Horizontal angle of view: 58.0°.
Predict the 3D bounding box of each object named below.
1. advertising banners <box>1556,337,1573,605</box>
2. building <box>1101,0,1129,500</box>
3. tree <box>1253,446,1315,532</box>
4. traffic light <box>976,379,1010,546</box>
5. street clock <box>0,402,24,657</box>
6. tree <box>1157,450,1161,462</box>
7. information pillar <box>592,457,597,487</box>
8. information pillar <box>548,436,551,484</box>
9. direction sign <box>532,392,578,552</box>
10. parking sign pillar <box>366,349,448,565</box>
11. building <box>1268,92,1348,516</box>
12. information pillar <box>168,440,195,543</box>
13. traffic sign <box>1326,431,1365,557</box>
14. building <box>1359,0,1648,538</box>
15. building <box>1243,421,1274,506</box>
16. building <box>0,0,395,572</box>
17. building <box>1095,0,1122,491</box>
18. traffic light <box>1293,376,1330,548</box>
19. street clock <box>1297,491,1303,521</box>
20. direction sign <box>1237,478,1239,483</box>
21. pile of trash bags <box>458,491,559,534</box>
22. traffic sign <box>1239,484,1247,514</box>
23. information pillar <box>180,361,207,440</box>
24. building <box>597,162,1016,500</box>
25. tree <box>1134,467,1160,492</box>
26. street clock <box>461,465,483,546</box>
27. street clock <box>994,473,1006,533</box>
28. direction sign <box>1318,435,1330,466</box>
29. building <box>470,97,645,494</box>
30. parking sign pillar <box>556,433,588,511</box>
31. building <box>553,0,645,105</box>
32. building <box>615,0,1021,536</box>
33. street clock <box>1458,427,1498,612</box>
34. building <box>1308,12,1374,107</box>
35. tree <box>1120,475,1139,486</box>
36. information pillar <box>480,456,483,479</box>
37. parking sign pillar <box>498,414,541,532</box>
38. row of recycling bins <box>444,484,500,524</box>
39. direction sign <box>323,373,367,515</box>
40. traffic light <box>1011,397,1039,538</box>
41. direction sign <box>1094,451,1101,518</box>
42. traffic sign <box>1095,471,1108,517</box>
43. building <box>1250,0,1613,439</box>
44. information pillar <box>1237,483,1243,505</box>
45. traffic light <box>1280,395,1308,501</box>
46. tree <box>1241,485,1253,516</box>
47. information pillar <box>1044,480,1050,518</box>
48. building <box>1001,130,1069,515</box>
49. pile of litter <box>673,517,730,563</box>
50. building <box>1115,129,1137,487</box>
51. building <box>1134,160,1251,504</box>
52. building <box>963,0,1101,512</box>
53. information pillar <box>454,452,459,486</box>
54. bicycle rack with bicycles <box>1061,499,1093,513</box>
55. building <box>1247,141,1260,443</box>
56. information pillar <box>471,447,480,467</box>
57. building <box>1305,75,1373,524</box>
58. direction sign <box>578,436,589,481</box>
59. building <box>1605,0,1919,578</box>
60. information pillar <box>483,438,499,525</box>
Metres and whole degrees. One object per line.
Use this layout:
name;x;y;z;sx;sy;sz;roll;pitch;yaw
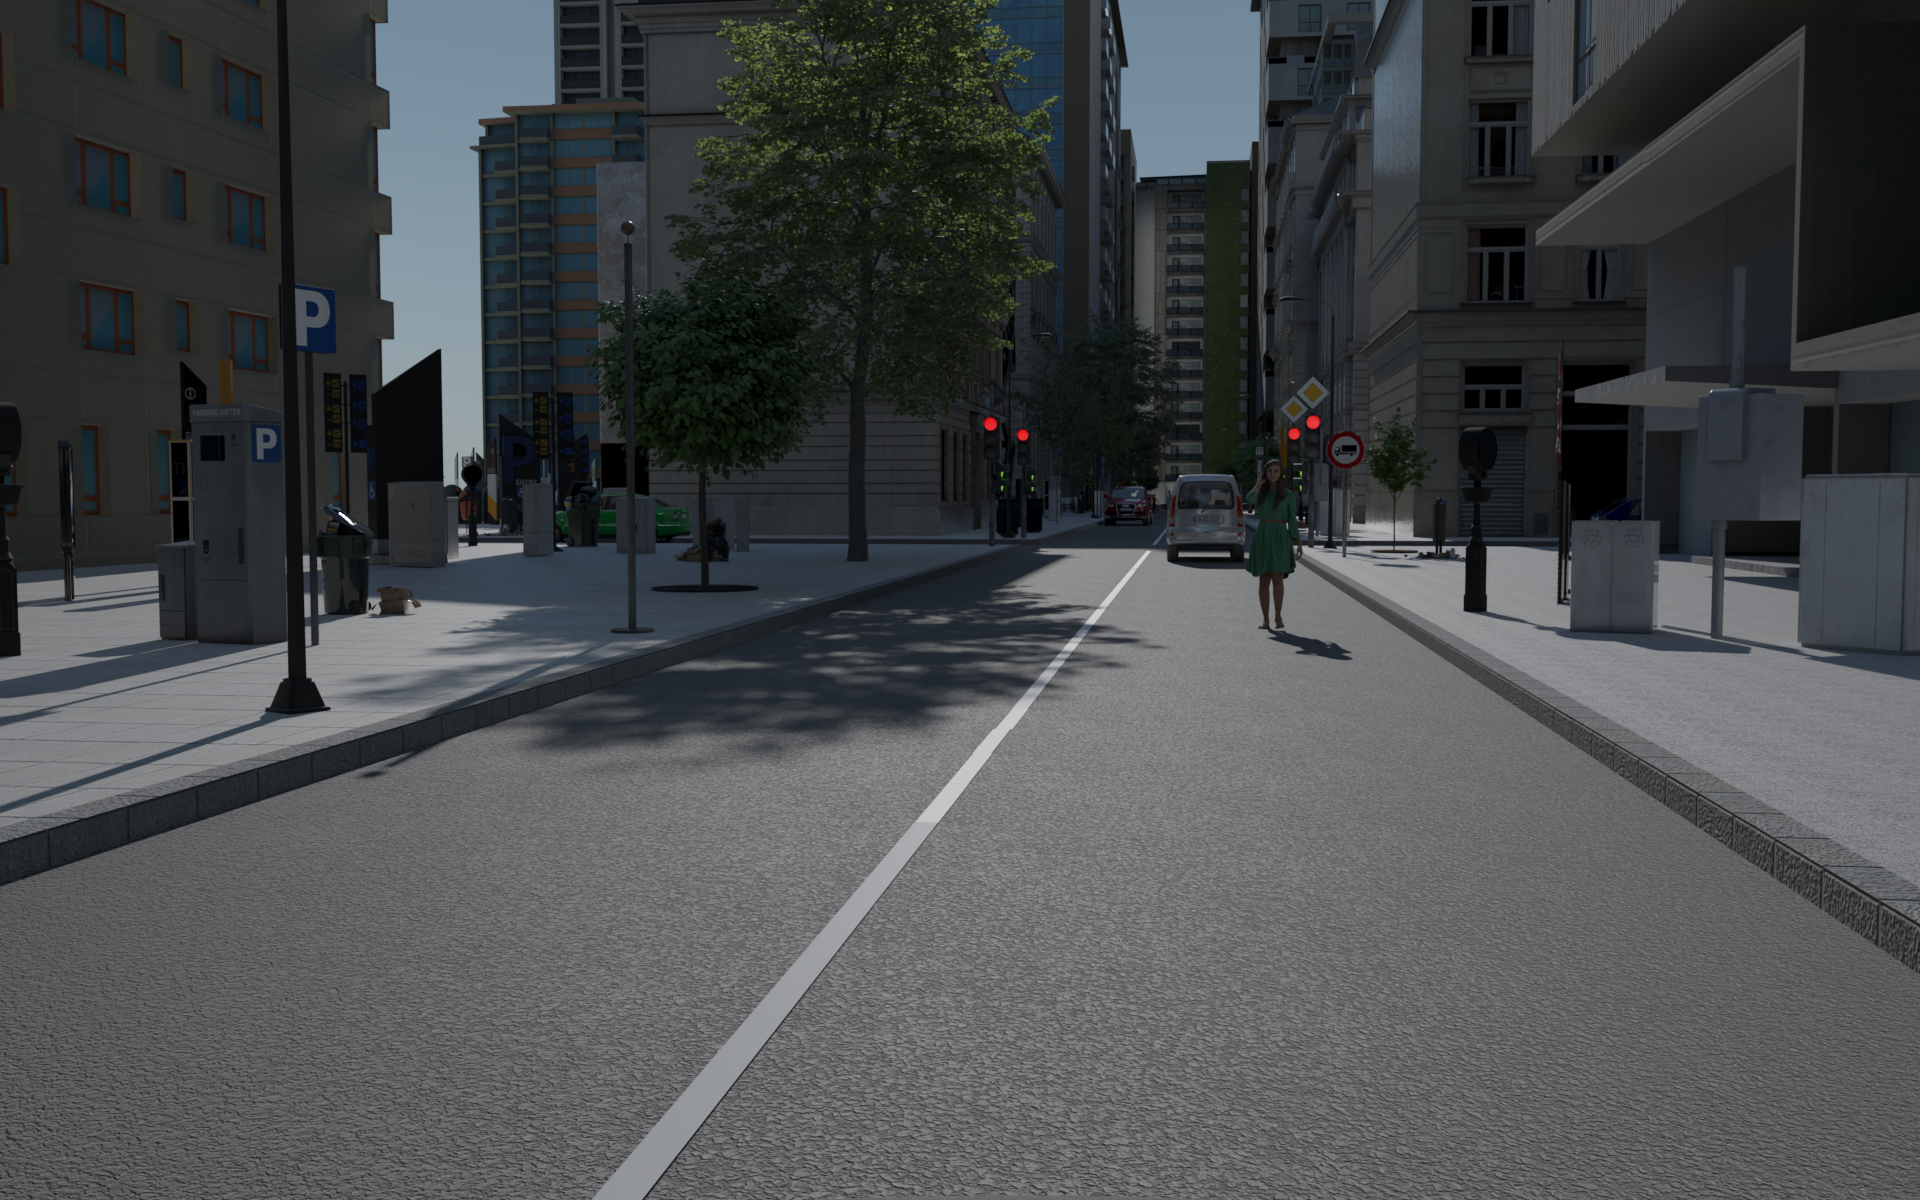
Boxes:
advertising banners;7.086;-1.477;20.331;0.090;3.025;2.074;2;4;23
building;3.598;-36.491;185.868;27.495;52.752;28.713;0;4;8
tree;11.299;-3.967;59.455;1.663;3.219;1.824;0;3;0
traffic light;0.798;-3.271;42.402;0.839;4.253;0.868;0;4;8
street clock;-7.581;-0.558;13.688;0.358;2.002;0.471;-3;5;-43
tree;19.117;-14.088;180.707;4.737;8.622;4.395;0;3;0
information pillar;-23.304;-7.281;110.406;0.183;3.616;0.504;-3;5;-40
information pillar;-16.435;-4.768;69.307;0.183;3.616;0.504;-1;4;-14
direction sign;-9.035;-2.846;38.527;0.876;3.537;0.379;-1;4;-15
parking sign pillar;-10.209;-2.655;31.875;1.447;3.967;1.447;-3;5;-41
building;26.210;-19.110;109.708;12.463;27.353;25.104;0;4;8
information pillar;-10.529;-1.167;23.576;0.304;2.012;0.304;0;4;4
traffic sign;7.794;-2.137;35.052;0.768;2.556;0.104;1;4;13
building;28.544;-13.624;56.034;30.059;22.955;16.112;0;4;8
building;40.612;-45.603;183.858;20.563;71.187;20.611;0;4;8
building;-29.827;-11.295;29.719;28.899;21.520;27.650;0;4;8
building;2.336;-32.759;155.221;23.786;49.044;30.456;0;4;8
traffic light;8.392;-3.209;41.389;0.839;4.253;0.868;0;4;8
street clock;16.345;-4.798;83.011;0.358;2.002;0.471;3;4;36
direction sign;19.064;-7.753;118.757;0.379;3.537;0.876;1;4;12
pile of trash bags;-14.421;-2.814;55.758;3.447;1.369;1.912;0;4;0
traffic sign;18.144;-6.716;109.816;0.884;2.594;0.081;1;4;14
information pillar;-13.610;-2.413;30.808;0.183;3.616;0.504;2;4;31
building;-5.954;-13.045;80.730;16.820;18.784;16.811;0;4;8
tree;20.724;-12.748;192.141;4.285;4.588;4.351;0;3;0
street clock;-12.038;-2.335;42.742;0.471;2.002;0.358;-2;4;-32
street clock;1.308;-3.257;57.815;0.471;2.002;0.358;-1;4;-8
direction sign;13.879;-4.530;66.068;0.379;3.537;0.876;3;5;42
building;-37.977;-33.007;194.291;28.867;44.769;22.147;0;4;8
parking sign pillar;-16.978;-5.341;75.804;1.447;3.967;1.447;-1;4;-22
building;-40.208;-48.276;227.571;20.611;71.187;20.563;0;4;8
building;-4.047;-12.089;62.281;10.561;19.102;19.286;0;4;8
street clock;5.630;-0.874;18.868;0.358;2.002;0.471;3;5;44
building;40.152;-27.084;134.706;32.217;40.220;23.993;0;4;8
tree;17.151;-10.842;171.874;1.663;3.219;1.824;0;3;0
information pillar;-26.727;-6.428;96.458;0.504;3.616;0.183;1;4;18
parking sign pillar;-14.772;-4.261;58.141;1.447;3.967;1.447;-2;4;-27
row of recycling bins;-20.599;-4.128;74.599;3.534;1.692;1.069;-3;4;-38
direction sign;-11.564;-2.488;32.677;0.379;3.537;0.876;3;5;39
traffic light;1.874;-3.755;50.315;0.839;4.253;0.868;0;4;8
direction sign;7.249;-6.077;91.353;0.379;3.537;0.876;-1;4;-20
traffic sign;7.692;-5.797;94.778;0.884;2.594;0.081;1;4;11
building;41.548;-34.913;160.066;28.713;52.752;27.495;0;4;8
information pillar;18.865;-6.862;116.691;0.304;2.012;0.304;3;5;41
traffic light;9.468;-3.693;49.302;0.839;4.253;0.868;0;4;8
tree;17.181;-6.548;101.666;1.663;3.219;1.824;0;3;0
information pillar;4.645;-5.319;91.459;0.304;2.012;0.304;2;4;30
building;0.250;-16.820;103.891;11.050;23.489;19.941;0;4;8
pile of litter;-4.940;-1.176;33.194;1.176;0.858;1.719;1;4;10
building;11.536;-36.530;220.966;21.600;48.544;21.300;0;4;8
building;28.769;-32.533;215.501;14.086;41.232;14.154;0;4;8
building;3.418;-29.507;132.557;14.600;45.320;14.200;0;4;8
information pillar;-28.401;-6.507;97.749;0.183;3.616;0.504;-2;4;-33
bicycle rack with bicycles;7.706;-6.424;118.415;2.925;0.926;2.852;-1;4;-11
building;42.840;-34.482;213.896;14.200;45.320;14.600;0;4;8
information pillar;-24.343;-5.826;86.615;0.183;3.616;0.504;-2;4;-30
building;24.399;-14.883;85.139;13.314;21.916;24.055;0;4;8
direction sign;-14.965;-4.640;67.854;0.876;3.537;0.379;-1;4;-19
building;24.035;-26.482;22.212;28.713;52.752;27.495;0;4;8
information pillar;-19.437;-4.934;72.027;0.504;3.616;0.183;2;4;32
